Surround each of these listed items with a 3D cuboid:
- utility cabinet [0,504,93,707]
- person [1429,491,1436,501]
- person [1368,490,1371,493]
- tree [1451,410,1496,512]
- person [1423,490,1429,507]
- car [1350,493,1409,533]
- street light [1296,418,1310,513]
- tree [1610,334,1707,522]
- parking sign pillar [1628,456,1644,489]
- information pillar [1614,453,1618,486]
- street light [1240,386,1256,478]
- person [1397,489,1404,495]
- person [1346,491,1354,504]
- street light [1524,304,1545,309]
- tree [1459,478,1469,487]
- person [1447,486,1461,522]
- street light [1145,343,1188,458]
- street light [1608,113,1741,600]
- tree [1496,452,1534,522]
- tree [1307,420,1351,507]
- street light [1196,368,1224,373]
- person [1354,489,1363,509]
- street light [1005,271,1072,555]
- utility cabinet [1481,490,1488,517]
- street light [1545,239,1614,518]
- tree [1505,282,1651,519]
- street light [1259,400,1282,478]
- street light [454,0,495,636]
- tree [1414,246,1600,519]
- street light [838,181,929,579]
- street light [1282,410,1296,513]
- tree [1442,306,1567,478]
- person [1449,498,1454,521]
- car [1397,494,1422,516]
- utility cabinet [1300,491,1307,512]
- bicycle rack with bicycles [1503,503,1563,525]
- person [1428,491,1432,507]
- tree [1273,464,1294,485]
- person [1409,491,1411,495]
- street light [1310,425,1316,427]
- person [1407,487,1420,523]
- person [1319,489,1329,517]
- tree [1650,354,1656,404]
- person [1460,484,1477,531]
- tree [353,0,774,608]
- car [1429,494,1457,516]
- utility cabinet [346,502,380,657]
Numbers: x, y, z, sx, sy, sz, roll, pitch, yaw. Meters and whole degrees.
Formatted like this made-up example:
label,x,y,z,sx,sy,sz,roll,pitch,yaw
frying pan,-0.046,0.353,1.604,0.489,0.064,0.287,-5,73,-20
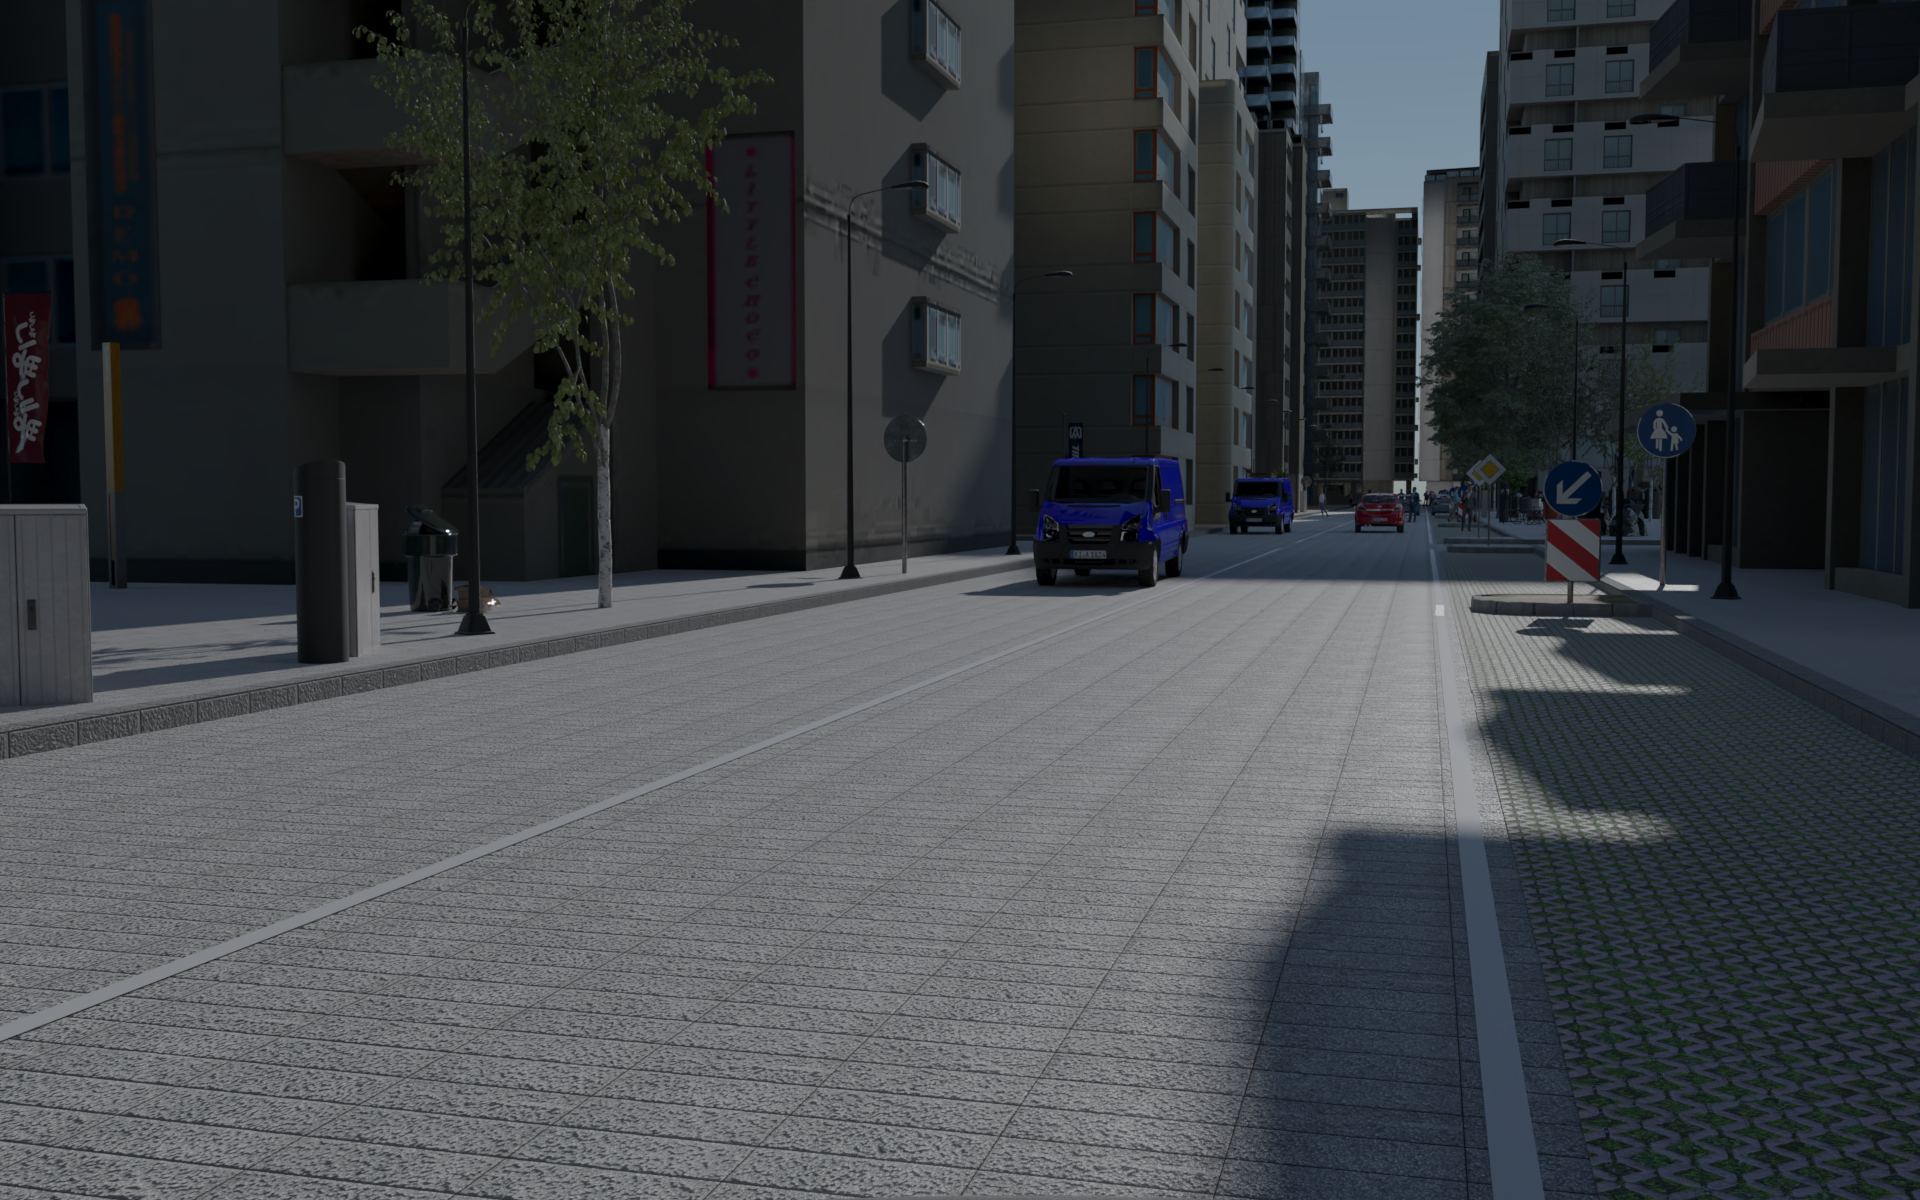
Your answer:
label,x,y,z,sx,sy,sz,roll,pitch,yaw
utility cabinet,-5.844,0.041,10.489,1.020,1.237,0.306,-2,4,-30
person,45.430,-9.587,166.188,0.756,1.711,0.436,1,4,15
person,38.167,-9.344,161.291,0.705,1.823,1.348,-3,5,-41
tree,38.042,-10.613,123.881,4.737,8.622,4.395,0,3,0
person,50.747,-11.012,188.417,0.709,1.838,0.599,-1,4,-19
car,15.835,-3.447,65.396,2.155,1.783,4.494,1,4,13
street light,20.550,-8.200,106.605,1.470,5.913,1.316,1,4,15
tree,32.287,-7.935,80.092,4.737,8.622,4.395,0,3,0
parking sign pillar,46.526,-7.997,119.217,1.447,3.967,1.447,-3,5,-41
information pillar,37.415,-6.558,98.573,0.183,3.616,0.504,-2,4,-28
street light,12.031,-6.268,75.029,1.470,5.913,1.316,1,4,15
person,32.920,-7.386,129.218,1.348,1.831,0.705,1,4,19
person,46.113,-11.979,204.447,1.348,1.812,0.705,-2,4,-33
street light,14.436,-4.264,42.258,1.470,5.913,1.316,1,4,15
tree,54.872,-11.900,189.168,1.663,3.219,1.824,0,3,0
person,25.136,-4.865,87.912,0.748,1.841,0.638,2,4,27
street light,6.308,-4.951,53.491,1.470,5.913,1.316,1,4,15
street light,8.854,-2.974,21.167,1.470,5.913,1.316,1,4,15
tree,25.125,-5.175,79.211,1.663,3.219,1.824,0,3,0
tree,36.874,-13.638,173.341,4.360,8.622,3.978,0,3,0
street light,9.019,-5.590,63.943,1.470,5.913,1.316,1,4,15
person,26.925,-6.514,115.216,0.699,1.804,1.509,-3,5,-44
street light,1.656,-3.903,36.358,1.470,5.913,1.316,1,4,15
utility cabinet,28.964,-5.323,95.702,0.318,1.500,1.173,1,4,14
street light,11.511,-3.613,31.613,1.470,5.913,1.316,1,4,15
tree,21.333,-6.779,61.193,4.360,8.622,3.978,0,3,0
street light,14.944,-6.917,85.637,1.470,5.913,1.316,1,4,15
street light,-3.928,-2.631,15.555,1.470,5.913,1.316,1,4,15
tree,28.583,-11.255,90.678,9.857,13.997,8.962,0,3,0
street light,-1.143,-3.268,25.975,1.470,5.913,1.316,1,4,15
street light,17.676,-7.566,96.243,1.470,5.913,1.316,1,4,15
tree,33.012,-11.429,104.998,7.486,12.596,7.792,0,3,0
person,26.506,-4.864,93.037,0.382,1.210,0.505,-2,4,-25
car,29.973,-6.376,116.254,2.014,1.417,4.499,1,4,16
utility cabinet,24.057,-6.894,121.398,0.318,1.500,1.173,1,4,20
bicycle rack with bicycles,24.311,-3.628,72.693,2.925,0.926,2.852,-1,4,-15
person,53.550,-11.528,196.913,1.348,1.831,0.705,-3,5,-40
tree,20.621,-7.154,111.562,1.663,3.219,1.824,0,3,0
person,50.609,-11.377,195.228,0.721,1.735,1.217,2,4,34
street light,23.299,-8.839,117.066,1.470,5.913,1.316,1,4,15
person,22.809,-4.799,87.141,0.419,1.800,0.721,-3,4,-37
person,22.502,-5.981,106.968,0.598,1.740,0.731,2,4,27
tree,28.427,-7.664,75.661,4.360,8.622,3.978,0,3,0
person,19.495,-3.543,66.385,0.622,1.834,0.822,1,4,10
tree,-4.239,-4.213,19.248,4.737,8.622,4.395,0,3,0
car,32.296,-6.322,115.372,2.014,1.417,4.499,1,4,14
utility cabinet,-4.951,-0.179,14.090,0.306,1.237,1.020,-1,4,-9
